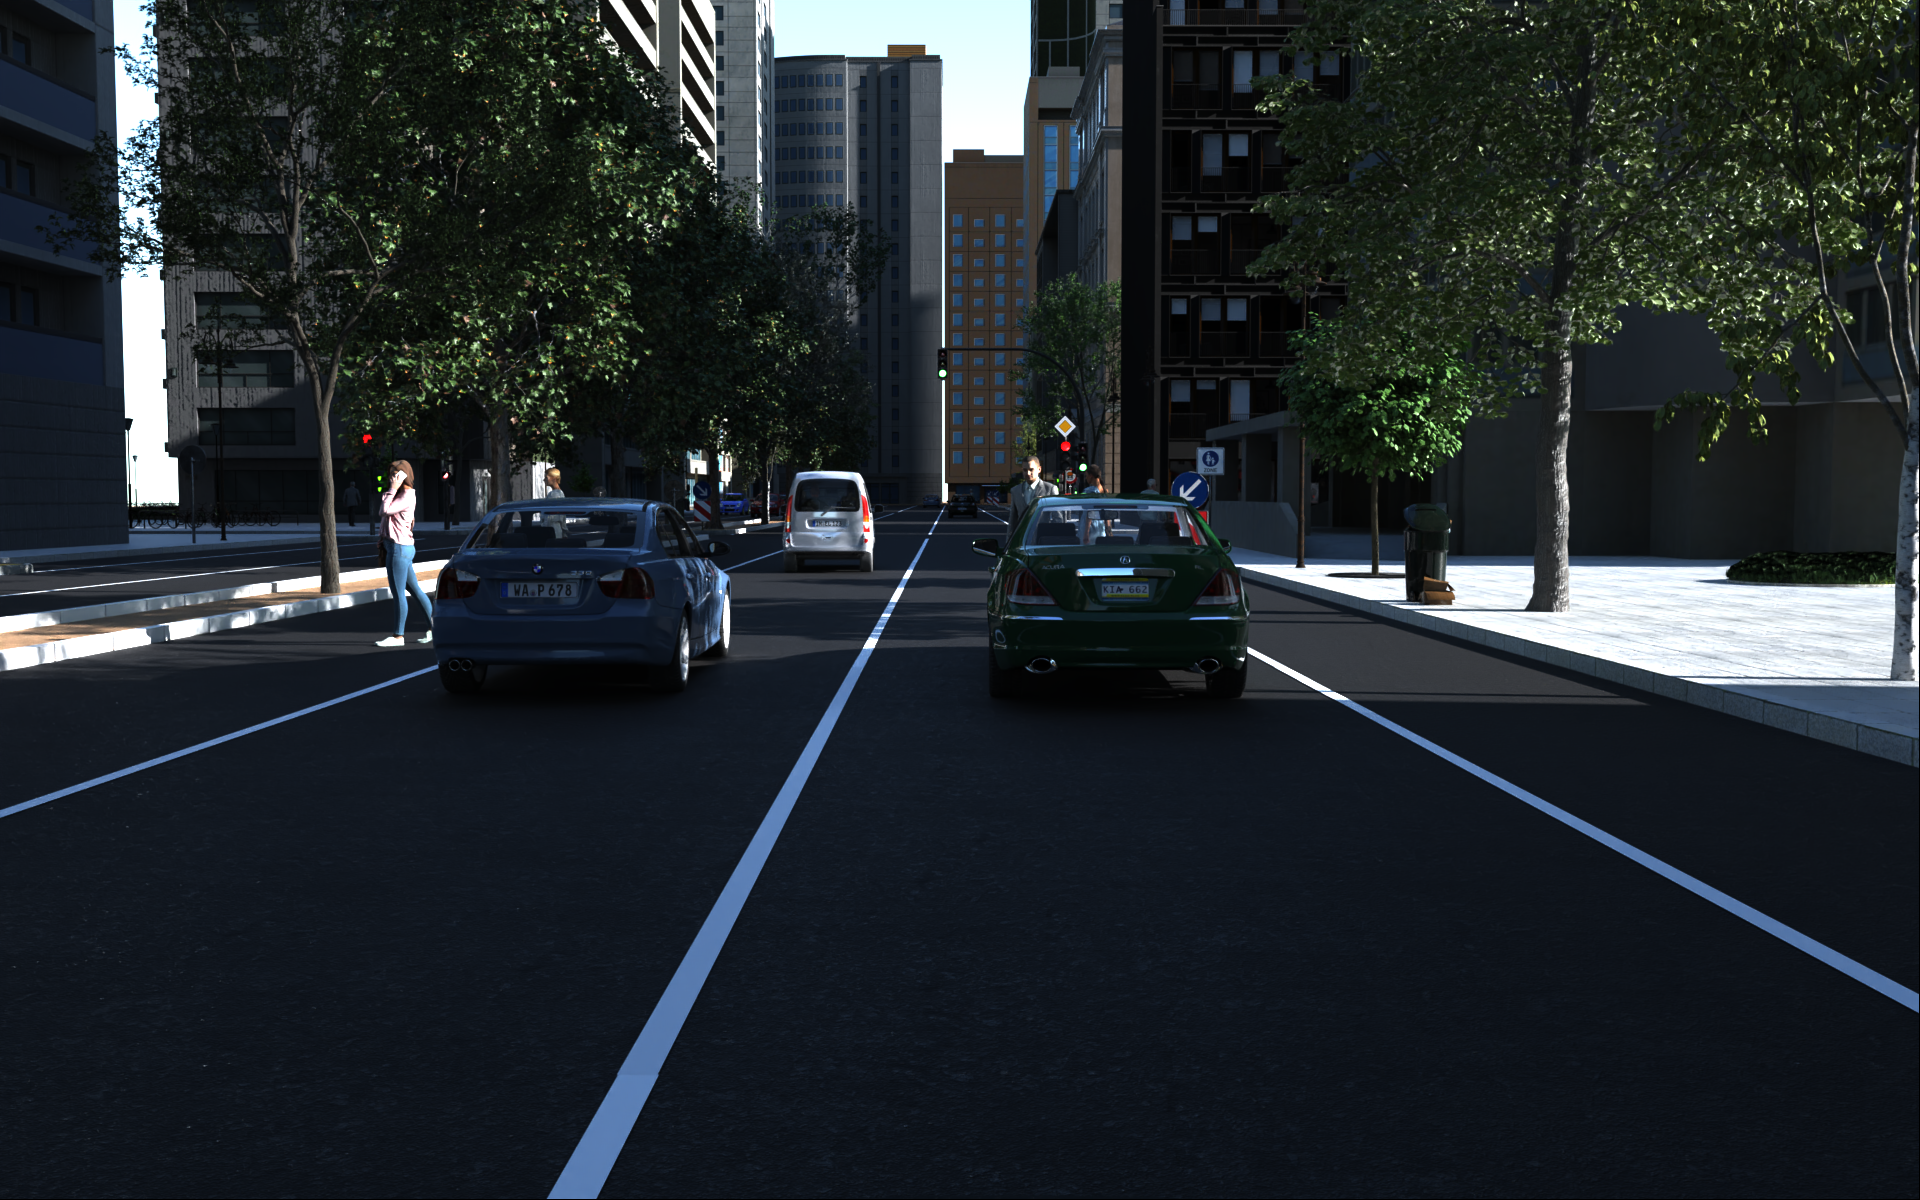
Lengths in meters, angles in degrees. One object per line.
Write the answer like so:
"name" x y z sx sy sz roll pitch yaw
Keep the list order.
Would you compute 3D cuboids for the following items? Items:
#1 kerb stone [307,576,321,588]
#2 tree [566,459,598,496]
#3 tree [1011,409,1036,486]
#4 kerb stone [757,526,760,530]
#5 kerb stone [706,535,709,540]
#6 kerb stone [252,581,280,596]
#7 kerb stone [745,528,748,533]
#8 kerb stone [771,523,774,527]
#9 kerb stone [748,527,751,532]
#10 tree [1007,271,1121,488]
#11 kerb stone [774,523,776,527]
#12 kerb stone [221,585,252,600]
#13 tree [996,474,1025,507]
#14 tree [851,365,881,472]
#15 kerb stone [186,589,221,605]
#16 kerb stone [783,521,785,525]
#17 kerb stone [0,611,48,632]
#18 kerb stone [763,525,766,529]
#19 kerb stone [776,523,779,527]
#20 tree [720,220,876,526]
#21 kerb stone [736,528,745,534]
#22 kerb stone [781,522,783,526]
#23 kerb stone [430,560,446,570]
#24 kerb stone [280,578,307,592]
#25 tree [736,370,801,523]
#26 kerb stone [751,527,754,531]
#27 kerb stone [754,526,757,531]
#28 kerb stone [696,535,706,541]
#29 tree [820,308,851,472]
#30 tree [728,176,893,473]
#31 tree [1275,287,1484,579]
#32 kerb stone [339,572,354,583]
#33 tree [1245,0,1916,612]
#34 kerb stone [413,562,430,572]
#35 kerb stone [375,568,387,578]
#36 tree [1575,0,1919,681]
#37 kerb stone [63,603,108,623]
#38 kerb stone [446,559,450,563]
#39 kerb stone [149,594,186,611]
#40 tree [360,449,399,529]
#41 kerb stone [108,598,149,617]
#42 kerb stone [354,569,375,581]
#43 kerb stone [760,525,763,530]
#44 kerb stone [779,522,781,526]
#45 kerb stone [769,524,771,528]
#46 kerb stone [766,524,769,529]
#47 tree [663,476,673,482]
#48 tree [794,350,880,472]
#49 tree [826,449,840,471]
"kerb stone" -9.972 -0.276 26.702 0.120 0.150 1.000 0 4 0
"tree" -20.658 -6.149 95.145 1.663 3.219 1.824 0 3 0
"tree" 5.883 -11.702 141.687 4.737 8.622 4.395 0 3 0
"kerb stone" -8.075 -2.812 68.177 0.120 0.150 1.000 0 4 0
"kerb stone" -8.009 -1.963 54.285 0.120 0.150 1.000 0 4 0
"kerb stone" -9.965 -0.150 24.651 0.120 0.150 1.000 0 4 0
"kerb stone" -8.053 -2.562 64.084 0.120 0.150 1.000 0 4 0
"kerb stone" -8.101 -3.125 73.291 0.120 0.150 1.000 0 4 0
"kerb stone" -8.058 -2.625 65.107 0.120 0.150 1.000 0 4 0
"tree" 6.006 -9.428 79.900 9.928 11.665 9.643 0 3 0
"kerb stone" -8.110 -3.183 74.313 0.120 0.150 1.000 0 4 0
"kerb stone" -9.955 -0.079 23.629 0.120 0.150 1.000 0 4 0
"tree" 5.173 -11.095 176.007 1.663 3.219 1.824 0 3 0
"tree" -9.157 -10.593 92.664 9.611 12.733 9.660 0 3 0
"kerb stone" -9.945 -0.018 22.600 0.120 0.150 1.000 0 4 0
"kerb stone" -8.129 -3.438 78.413 0.120 0.150 1.000 0 4 0
"kerb stone" -9.928 0.226 18.496 0.120 0.150 1.000 0 4 0
"kerb stone" -8.081 -2.936 70.222 0.120 0.150 1.000 0 4 0
"kerb stone" -8.111 -3.250 75.335 0.120 0.150 1.000 0 4 0
"tree" -8.751 -10.060 77.300 12.009 13.543 11.850 0 3 0
"kerb stone" -8.050 -2.499 63.061 0.120 0.150 1.000 0 4 0
"kerb stone" -8.126 -3.376 77.391 0.120 0.150 1.000 0 4 0
"kerb stone" -10.005 -0.652 32.863 0.120 0.150 1.000 0 4 0
"kerb stone" -9.966 -0.212 25.673 0.120 0.150 1.000 0 4 0
"tree" -9.531 -8.128 85.714 4.360 8.622 3.978 0 3 0
"kerb stone" -8.069 -2.683 66.130 0.120 0.150 1.000 0 4 0
"kerb stone" -8.072 -2.750 67.155 0.120 0.150 1.000 0 4 0
"kerb stone" -8.007 -1.896 53.263 0.120 0.150 1.000 0 4 0
"tree" -9.351 -8.935 65.545 9.611 12.733 9.660 0 3 0
"tree" -10.684 -15.005 103.684 12.611 20.169 13.585 0 3 0
"tree" 6.542 -2.642 26.912 4.285 4.588 4.351 0 3 0
"kerb stone" -9.980 -0.337 27.726 0.120 0.150 1.000 0 4 0
"tree" 6.894 -6.149 18.669 7.486 12.596 7.792 0 3 0
"kerb stone" -9.999 -0.589 31.829 0.120 0.150 1.000 0 4 0
"kerb stone" -9.985 -0.462 29.783 0.120 0.150 1.000 0 4 0
"tree" 6.516 -3.766 11.932 4.737 8.622 4.395 0 3 0
"kerb stone" -9.939 0.164 19.521 0.120 0.150 1.000 0 4 0
"kerb stone" -10.005 -0.715 33.885 0.120 0.150 1.000 0 4 0
"kerb stone" -9.949 0.039 21.570 0.120 0.150 1.000 0 4 0
"tree" -21.176 -4.268 64.382 1.663 3.219 1.824 0 3 0
"kerb stone" -9.942 0.101 20.543 0.120 0.150 1.000 0 4 0
"kerb stone" -9.975 -0.400 28.748 0.120 0.150 1.000 0 4 0
"kerb stone" -8.083 -2.875 69.200 0.120 0.150 1.000 0 4 0
"kerb stone" -8.113 -3.313 76.369 0.120 0.150 1.000 0 4 0
"kerb stone" -8.091 -3.063 72.269 0.120 0.150 1.000 0 4 0
"kerb stone" -8.092 -3.000 71.246 0.120 0.150 1.000 0 4 0
"tree" -21.698 -10.657 124.608 4.360 8.622 3.978 0 3 0
"tree" -9.351 -12.165 119.487 7.486 12.596 7.792 0 3 0
"tree" -9.239 -9.785 112.800 4.737 8.622 4.395 0 3 0
